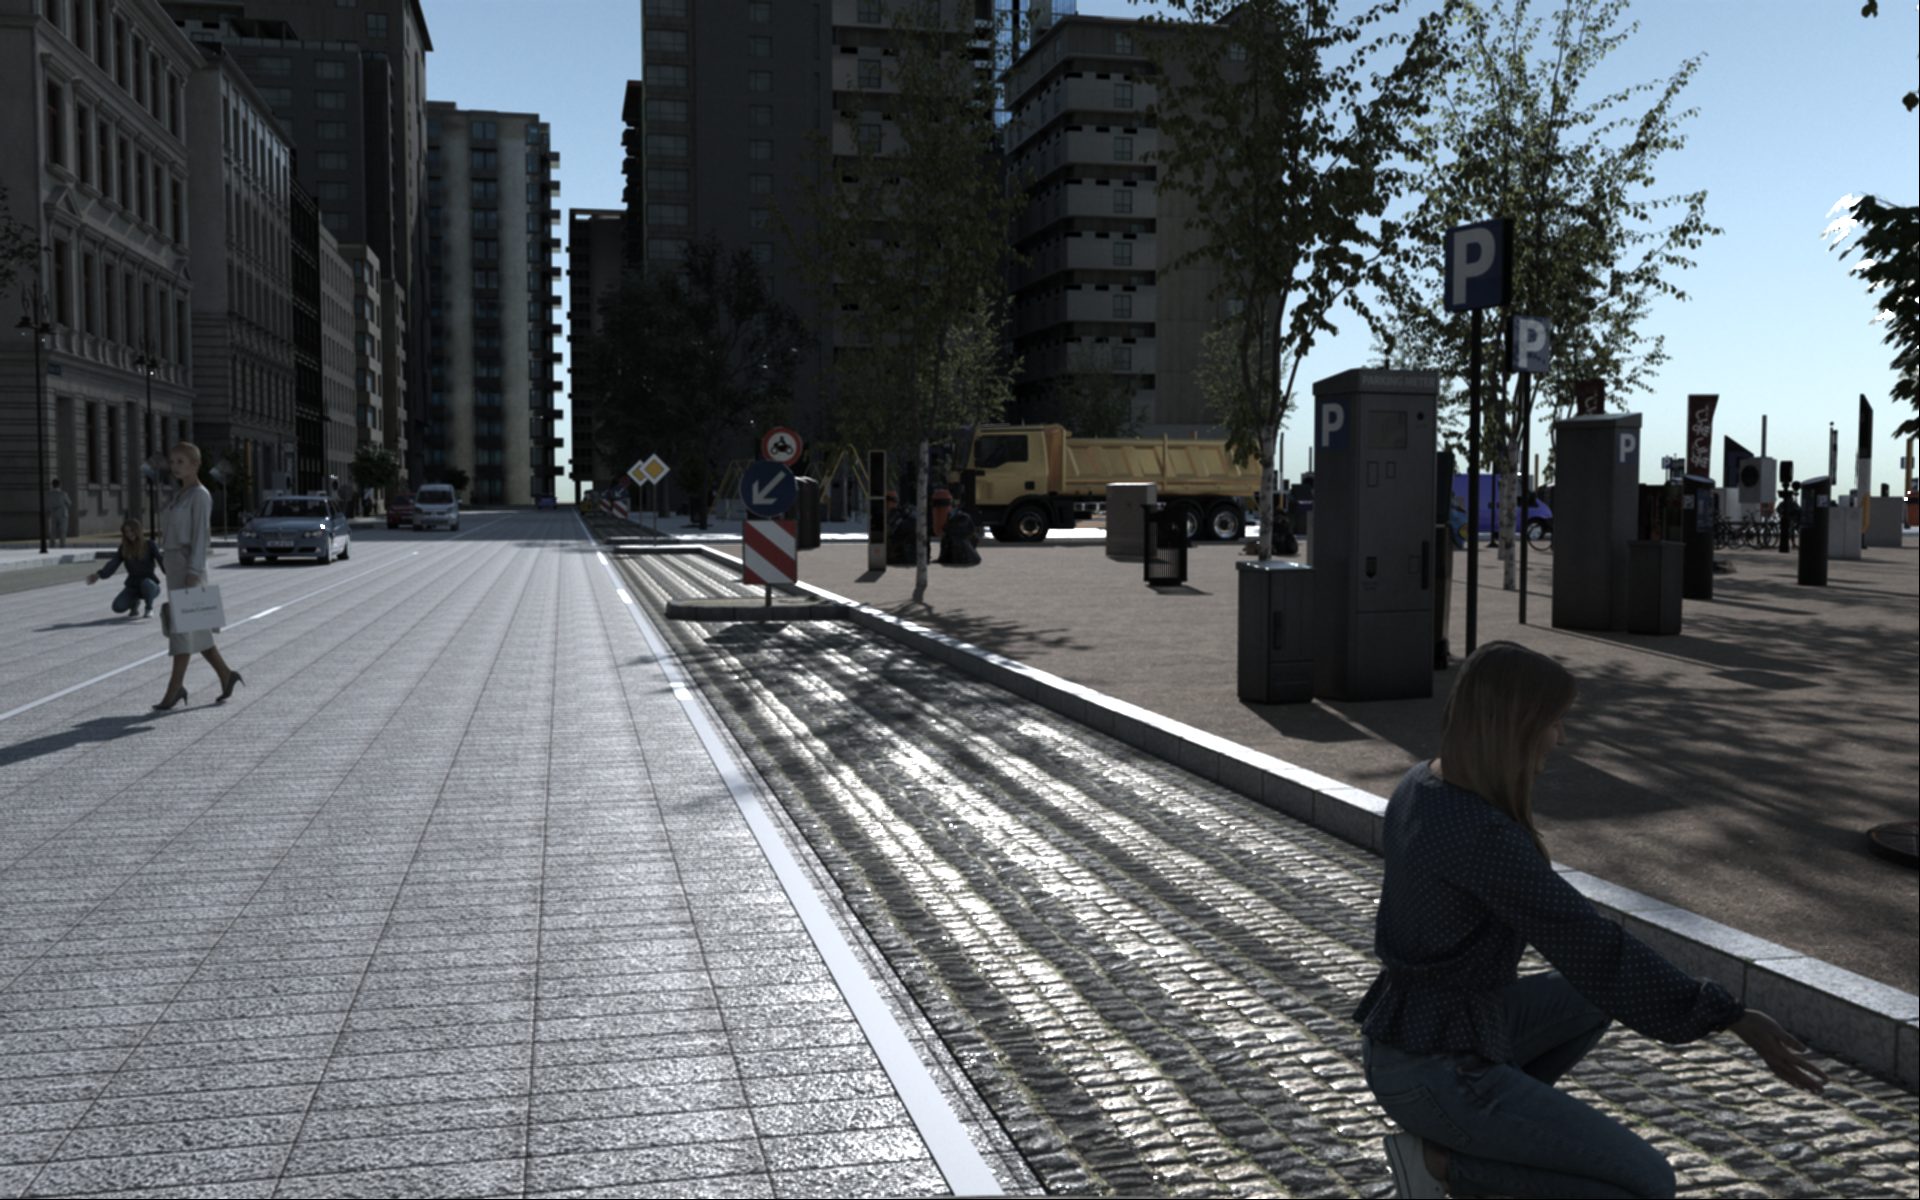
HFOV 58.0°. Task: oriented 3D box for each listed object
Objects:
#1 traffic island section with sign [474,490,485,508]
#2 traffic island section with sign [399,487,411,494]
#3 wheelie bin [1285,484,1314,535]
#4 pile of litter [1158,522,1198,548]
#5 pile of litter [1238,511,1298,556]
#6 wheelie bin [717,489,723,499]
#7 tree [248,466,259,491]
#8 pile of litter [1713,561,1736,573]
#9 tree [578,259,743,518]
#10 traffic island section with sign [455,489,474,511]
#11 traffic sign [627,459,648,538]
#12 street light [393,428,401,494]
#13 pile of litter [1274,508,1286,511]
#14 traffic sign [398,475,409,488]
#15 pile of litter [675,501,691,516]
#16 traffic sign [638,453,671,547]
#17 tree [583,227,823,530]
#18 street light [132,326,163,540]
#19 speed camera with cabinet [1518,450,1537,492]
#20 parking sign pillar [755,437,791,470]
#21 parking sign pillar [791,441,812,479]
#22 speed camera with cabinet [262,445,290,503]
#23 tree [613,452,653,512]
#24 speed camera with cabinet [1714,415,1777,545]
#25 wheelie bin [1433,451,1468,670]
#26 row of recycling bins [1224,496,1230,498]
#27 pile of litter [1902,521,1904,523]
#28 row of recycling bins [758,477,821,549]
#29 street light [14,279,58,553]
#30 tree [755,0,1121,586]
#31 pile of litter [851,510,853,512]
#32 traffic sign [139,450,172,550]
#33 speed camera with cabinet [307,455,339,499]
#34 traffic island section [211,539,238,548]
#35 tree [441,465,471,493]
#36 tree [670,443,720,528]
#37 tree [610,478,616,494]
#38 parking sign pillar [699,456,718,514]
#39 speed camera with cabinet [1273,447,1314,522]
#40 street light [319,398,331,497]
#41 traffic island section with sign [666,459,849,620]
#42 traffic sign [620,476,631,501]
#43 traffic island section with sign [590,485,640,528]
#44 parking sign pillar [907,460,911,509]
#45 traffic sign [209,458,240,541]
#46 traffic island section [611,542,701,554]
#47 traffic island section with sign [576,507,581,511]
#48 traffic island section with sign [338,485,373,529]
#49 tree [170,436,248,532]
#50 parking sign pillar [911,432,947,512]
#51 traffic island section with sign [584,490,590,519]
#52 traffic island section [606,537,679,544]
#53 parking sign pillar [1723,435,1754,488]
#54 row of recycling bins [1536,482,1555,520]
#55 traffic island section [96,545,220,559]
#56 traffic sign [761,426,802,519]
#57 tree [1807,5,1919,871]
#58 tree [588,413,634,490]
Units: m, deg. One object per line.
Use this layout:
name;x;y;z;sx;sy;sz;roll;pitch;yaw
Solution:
traffic island section with sign;-48.612;-10.073;173.317;1.989;1.847;2.006;-1;4;-13
traffic island section with sign;-31.576;-5.511;98.739;1.989;1.847;2.006;-1;4;-13
wheelie bin;10.662;-2.845;54.430;0.980;1.594;0.693;-1;4;-18
pile of litter;4.837;-1.701;41.778;1.719;0.858;1.176;2;4;24
pile of litter;6.525;-1.400;36.847;1.719;0.858;1.176;-3;4;-36
wheelie bin;-15.798;-6.366;111.994;0.980;1.594;0.693;2;4;31
tree;-25.427;-4.045;60.736;1.663;3.219;1.824;0;3;0
pile of litter;12.363;-0.924;29.077;1.176;0.858;1.719;1;4;12
tree;-16.066;-11.444;93.770;9.857;13.997;8.962;0;3;0
traffic island section with sign;-42.580;-8.460;146.953;1.989;1.847;2.006;-1;4;-13
traffic sign;-9.239;-2.841;50.087;0.795;2.450;0.064;-1;4;-13
street light;-38.455;-8.907;118.423;0.468;5.910;1.993;-1;4;-13
pile of litter;10.403;-2.570;55.983;1.719;0.858;1.176;2;4;35
traffic sign;-38.666;-7.353;120.222;0.884;2.594;0.081;0;4;-8
pile of litter;-16.224;-5.467;103.353;1.719;0.858;1.176;-2;4;-26
traffic sign;-7.460;-2.364;42.302;0.795;2.450;0.064;-1;4;-13
tree;-9.173;-7.766;61.380;8.767;10.594;7.601;0;4;-8
street light;-22.389;-4.592;47.863;0.468;5.910;1.993;-1;4;-13
speed camera with cabinet;25.663;-5.096;77.656;0.660;3.252;2.038;-1;4;-11
parking sign pillar;-8.995;-5.714;81.890;1.447;3.967;1.447;-1;4;-18
parking sign pillar;-8.233;-6.109;88.356;1.447;3.967;1.447;1;4;16
speed camera with cabinet;-27.089;-4.545;68.639;0.660;3.252;2.038;0;4;-6
tree;-23.597;-8.679;125.609;4.285;4.588;4.351;0;3;0
speed camera with cabinet;19.690;-3.037;43.993;0.660;3.252;2.038;-2;4;-24
wheelie bin;3.308;-0.306;12.904;0.980;1.594;0.693;1;4;21
row of recycling bins;19.793;-7.383;127.824;1.069;1.692;3.534;1;4;22
pile of litter;41.952;-3.777;75.713;1.176;0.858;1.719;-1;4;-12
row of recycling bins;-4.052;-2.070;40.955;1.069;1.692;3.534;0;4;7
street light;-19.917;-3.956;37.470;0.468;5.910;1.993;-1;4;-13
tree;-0.628;-4.521;24.274;4.737;8.622;4.395;0;3;0
pile of litter;-8.236;-6.769;124.633;1.176;0.858;1.719;1;4;21
traffic sign;-18.427;-2.213;39.826;0.795;2.450;0.064;-1;4;-13
speed camera with cabinet;-32.345;-5.726;87.961;0.660;3.252;2.038;1;4;11
traffic island section;-20.227;-1.553;47.668;2.009;0.180;2.903;-1;4;-13
tree;-57.075;-12.980;195.937;4.285;4.588;4.351;0;3;0
tree;-10.288;-4.544;68.899;1.663;3.219;1.824;0;3;0
tree;-36.152;-11.412;181.188;1.663;3.219;1.824;0;3;0
parking sign pillar;-15.935;-7.432;109.983;1.447;3.967;1.447;-3;5;-41
speed camera with cabinet;13.972;-4.789;72.628;2.038;3.252;0.660;1;4;18
street light;-30.507;-6.766;83.413;0.468;5.910;1.993;-1;4;-13
traffic island section with sign;-2.454;-0.725;20.485;1.989;1.847;2.006;-1;4;-13
traffic sign;-23.466;-7.421;121.447;0.768;2.556;0.104;0;4;-7
traffic island section with sign;-14.725;-4.014;74.253;1.989;1.847;2.006;-1;4;-13
parking sign pillar;-3.440;-7.989;119.087;1.447;3.967;1.447;2;4;32
traffic sign;-20.206;-2.689;47.611;0.795;2.450;0.064;-1;4;-13
traffic island section;-7.439;-1.230;42.384;2.009;0.180;2.903;-1;4;-13
traffic island section with sign;-31.940;-8.621;149.577;1.989;1.847;2.006;-1;4;-13
traffic island section with sign;-25.403;-3.859;71.726;1.989;1.847;2.006;-1;4;-13
tree;-25.404;-3.895;58.286;1.663;3.219;1.824;0;3;0
parking sign pillar;-1.026;-5.129;72.337;1.447;3.967;1.447;-1;4;-22
traffic island section with sign;-20.791;-5.638;100.801;1.989;1.847;2.006;-1;4;-13
traffic island section;-9.218;-1.706;50.169;2.009;0.180;2.903;-1;4;-13
parking sign pillar;35.629;-5.547;79.162;1.447;3.967;1.447;0;4;2
row of recycling bins;19.909;-3.095;57.711;1.069;1.692;3.534;1;4;10
traffic island section;-18.448;-1.077;39.883;2.009;0.180;2.903;-1;4;-13
traffic sign;-3.363;-1.997;32.753;0.768;2.556;0.104;0;4;-5
tree;3.876;-0.691;5.901;1.663;3.219;1.824;0;3;0
tree;-29.008;-11.969;146.049;4.360;8.622;3.978;0;3;0
